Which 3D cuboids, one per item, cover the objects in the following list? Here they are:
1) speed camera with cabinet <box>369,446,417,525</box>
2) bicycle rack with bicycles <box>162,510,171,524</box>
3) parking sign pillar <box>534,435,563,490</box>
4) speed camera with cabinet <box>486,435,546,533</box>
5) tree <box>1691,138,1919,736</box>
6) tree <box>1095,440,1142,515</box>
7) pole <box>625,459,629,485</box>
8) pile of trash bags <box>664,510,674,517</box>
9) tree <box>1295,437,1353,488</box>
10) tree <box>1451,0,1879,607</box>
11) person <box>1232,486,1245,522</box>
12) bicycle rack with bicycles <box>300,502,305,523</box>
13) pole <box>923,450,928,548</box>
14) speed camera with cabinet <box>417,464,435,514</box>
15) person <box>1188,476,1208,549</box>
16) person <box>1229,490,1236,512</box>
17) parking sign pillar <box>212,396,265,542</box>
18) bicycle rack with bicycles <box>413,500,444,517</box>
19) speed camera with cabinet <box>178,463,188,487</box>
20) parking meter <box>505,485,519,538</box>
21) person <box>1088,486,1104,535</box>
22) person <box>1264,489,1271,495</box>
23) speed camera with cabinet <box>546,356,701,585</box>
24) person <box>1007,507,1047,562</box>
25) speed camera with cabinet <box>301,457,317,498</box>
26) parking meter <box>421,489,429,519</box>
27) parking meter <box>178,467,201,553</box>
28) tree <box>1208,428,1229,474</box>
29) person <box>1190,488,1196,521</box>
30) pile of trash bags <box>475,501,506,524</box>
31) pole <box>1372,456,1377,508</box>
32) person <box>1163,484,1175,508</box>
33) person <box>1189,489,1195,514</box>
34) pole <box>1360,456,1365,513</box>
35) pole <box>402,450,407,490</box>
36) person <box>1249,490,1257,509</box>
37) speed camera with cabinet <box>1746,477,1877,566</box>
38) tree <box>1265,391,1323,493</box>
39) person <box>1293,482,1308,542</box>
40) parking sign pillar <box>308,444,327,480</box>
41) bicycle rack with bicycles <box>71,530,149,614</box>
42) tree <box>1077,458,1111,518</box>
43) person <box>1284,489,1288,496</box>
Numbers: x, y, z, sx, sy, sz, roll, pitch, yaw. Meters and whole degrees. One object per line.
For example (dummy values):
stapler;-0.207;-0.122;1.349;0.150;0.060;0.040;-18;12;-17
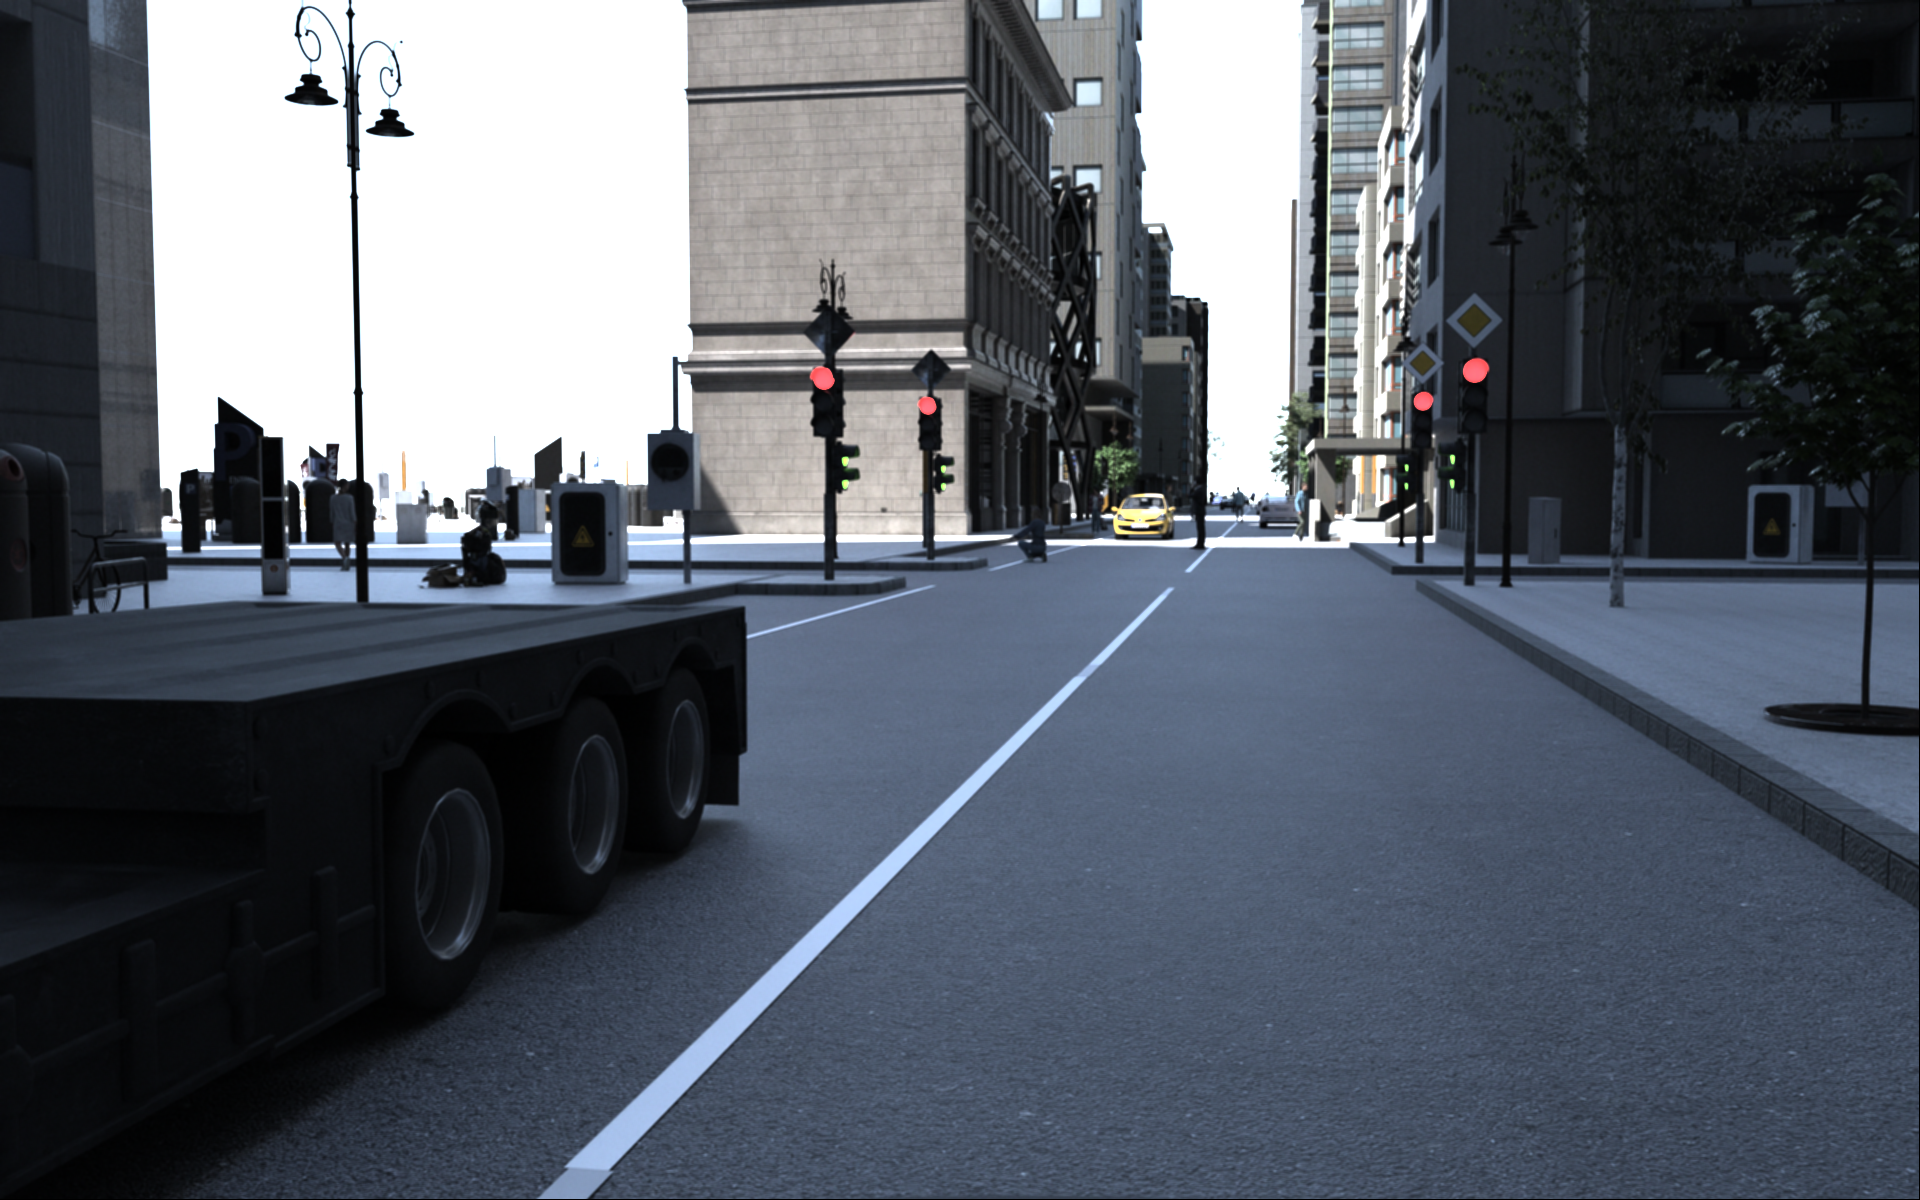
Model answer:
speed camera with cabinet;-23.807;-4.779;72.474;0.660;3.252;2.038;2;4;24
bicycle rack with bicycles;-33.230;-3.396;68.904;2.925;0.926;2.852;-1;4;-10
parking sign pillar;-18.719;-5.527;78.832;1.447;3.967;1.447;-1;4;-9
speed camera with cabinet;-14.751;-3.864;57.515;2.038;3.252;0.660;2;4;24
tree;4.931;-0.918;9.607;1.663;3.219;1.824;0;3;0
tree;9.421;-7.435;105.276;4.285;4.588;4.351;0;3;0
pole;-19.459;-6.573;101.315;0.158;3.312;0.155;0;3;0
pile of trash bags;-14.865;-5.308;96.533;3.447;1.369;1.912;2;4;27
tree;20.887;-7.076;99.404;4.285;4.588;4.351;0;3;0
tree;7.710;-4.224;19.425;4.360;8.622;3.978;0;3;0
person;14.144;-4.862;87.861;0.638;1.841;0.748;0;4;8
bicycle rack with bicycles;-29.906;-3.839;76.145;2.852;0.926;2.925;0;4;1
pole;-0.788;-2.903;41.308;0.158;3.312;0.155;0;3;0
speed camera with cabinet;-35.099;-7.286;113.455;0.660;3.252;2.038;0;4;4
person;6.177;-2.276;45.070;0.474;1.900;0.648;1;4;17
person;21.648;-7.787;136.534;1.217;1.743;0.721;-2;4;-35
parking sign pillar;-19.709;-3.602;47.366;1.447;3.967;1.447;0;4;8
bicycle rack with bicycles;-30.561;-5.292;99.900;2.852;0.926;2.925;1;4;20
speed camera with cabinet;-49.743;-7.188;111.854;0.660;3.252;2.038;0;4;1
parking meter;-13.043;-2.570;50.434;0.372;1.533;0.369;0;3;0
person;4.781;-3.144;60.735;0.563;1.720;0.643;1;4;20
person;25.079;-8.112;141.217;1.350;1.814;0.705;2;4;24
speed camera with cabinet;-4.765;-1.857;24.692;2.038;3.252;0.660;0;4;2
person;1.452;-1.383;36.610;1.012;1.151;0.738;-3;5;-43
speed camera with cabinet;-35.115;-5.947;91.565;2.038;3.252;0.660;0;4;-4
parking meter;-27.910;-5.016;90.418;0.372;1.533;0.369;0;3;0
parking meter;-16.905;-1.974;37.992;0.399;1.863;0.255;-2;4;-32
tree;37.015;-20.654;263.447;9.928;11.665;9.643;0;3;0
person;12.489;-5.029;91.209;0.782;1.767;0.515;-1;4;-11
pile of trash bags;-19.441;-4.056;76.072;3.447;1.369;1.912;-3;5;-43
pole;18.725;-5.165;78.290;0.158;3.312;0.155;0;3;0
person;6.969;-2.977;57.719;0.362;1.759;0.519;-1;4;-17
person;16.682;-7.019;123.397;0.705;1.807;1.348;2;4;29
pole;21.489;-6.033;92.482;0.158;3.312;0.155;0;3;0
pole;-25.645;-5.267;79.951;0.158;3.312;0.155;0;3;0
person;28.522;-9.802;168.629;0.709;1.838;0.599;-1;4;-11
speed camera with cabinet;15.443;-2.268;31.418;0.660;3.252;2.038;-3;5;-42
tree;37.681;-16.697;191.126;7.486;12.596;7.792;0;3;0
person;10.203;-2.625;51.765;0.601;1.785;0.444;-3;5;-39
parking sign pillar;-34.612;-6.446;93.868;1.447;3.967;1.447;2;4;34
bicycle rack with bicycles;-9.465;-0.232;17.174;2.852;0.926;2.925;-1;4;-8
tree;7.260;-5.995;92.613;1.663;3.219;1.824;0;3;0
person;23.899;-7.216;126.619;0.705;1.807;1.348;1;4;22
